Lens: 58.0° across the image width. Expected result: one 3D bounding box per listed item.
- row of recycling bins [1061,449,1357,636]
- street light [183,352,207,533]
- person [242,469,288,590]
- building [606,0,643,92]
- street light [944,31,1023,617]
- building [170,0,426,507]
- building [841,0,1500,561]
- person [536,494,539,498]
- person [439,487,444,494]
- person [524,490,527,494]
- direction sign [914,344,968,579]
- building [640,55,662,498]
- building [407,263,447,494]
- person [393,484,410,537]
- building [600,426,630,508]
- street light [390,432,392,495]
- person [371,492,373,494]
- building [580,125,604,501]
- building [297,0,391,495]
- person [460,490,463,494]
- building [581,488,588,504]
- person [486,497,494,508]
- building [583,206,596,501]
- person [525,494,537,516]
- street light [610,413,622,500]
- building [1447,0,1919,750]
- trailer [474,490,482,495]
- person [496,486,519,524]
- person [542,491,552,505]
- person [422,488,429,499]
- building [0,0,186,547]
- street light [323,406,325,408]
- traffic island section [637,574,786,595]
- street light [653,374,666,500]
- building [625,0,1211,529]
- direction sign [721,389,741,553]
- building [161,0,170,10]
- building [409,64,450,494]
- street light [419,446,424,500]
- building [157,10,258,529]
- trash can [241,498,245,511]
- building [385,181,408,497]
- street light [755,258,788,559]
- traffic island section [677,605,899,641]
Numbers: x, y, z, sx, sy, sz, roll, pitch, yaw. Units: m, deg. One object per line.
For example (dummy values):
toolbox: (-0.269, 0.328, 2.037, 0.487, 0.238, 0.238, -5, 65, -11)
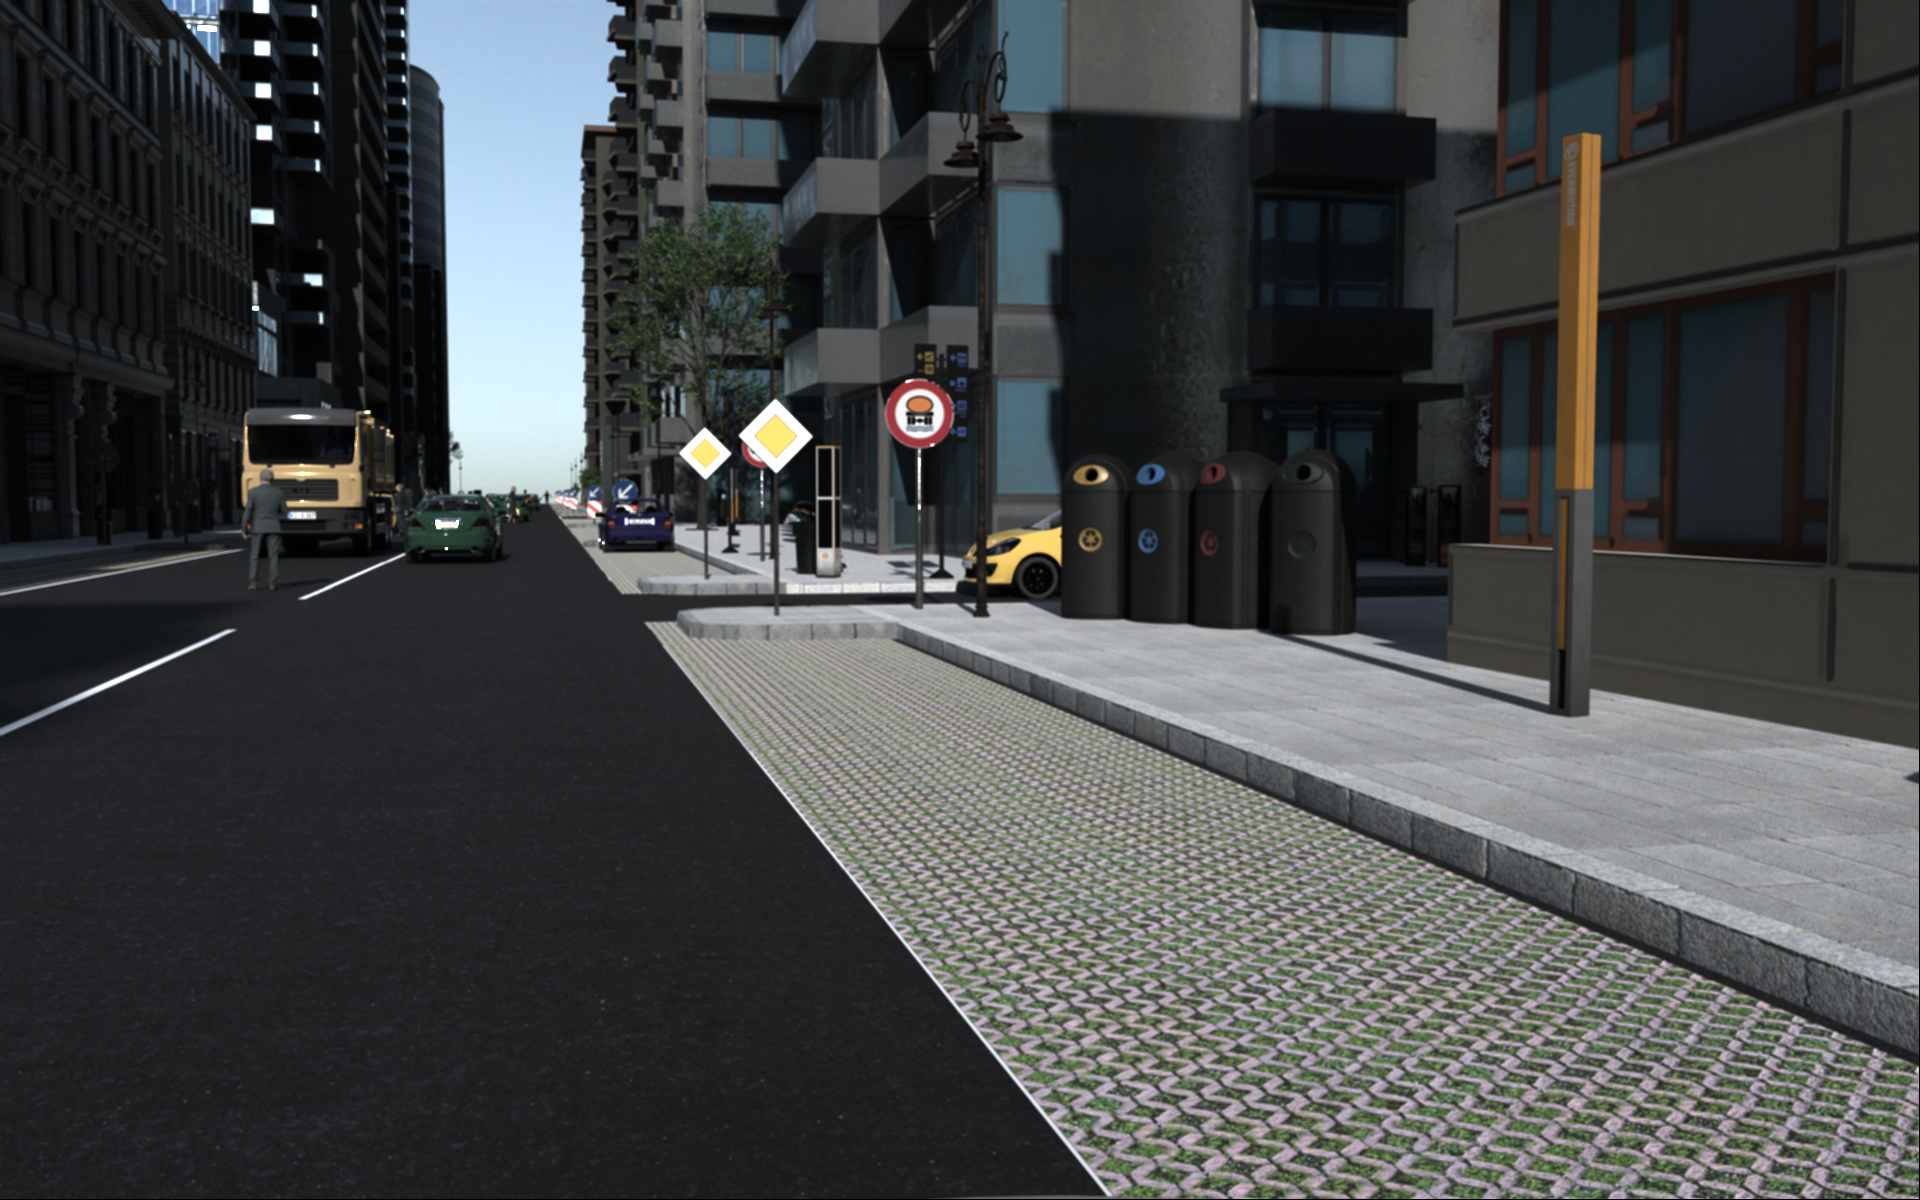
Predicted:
row of recycling bins: (2.385, -0.610, 17.084, 1.069, 1.692, 3.534, -3, 5, -42)
street light: (-24.834, -5.112, 56.371, 0.468, 5.910, 1.993, -1, 4, -14)
person: (-10.397, -1.053, 25.887, 0.661, 1.801, 0.590, -2, 4, -32)
building: (-14.844, -29.076, 130.012, 22.147, 44.769, 28.867, -1, 4, -14)
street light: (0.224, -2.761, 17.937, 0.468, 5.910, 1.993, -1, 4, -14)
building: (-70.213, -53.556, 188.314, 22.319, 86.520, 31.000, -1, 4, -14)
building: (10.742, -25.879, 42.723, 30.456, 49.044, 23.786, -1, 4, -14)
person: (-57.069, -13.559, 233.450, 1.065, 1.426, 0.557, 2, 4, 27)
person: (-27.638, -5.100, 92.224, 0.374, 1.781, 0.599, 0, 4, 6)
person: (-38.915, -8.956, 154.900, 0.705, 1.831, 1.348, -1, 4, -12)
direction sign: (-0.279, -2.099, 26.316, 0.876, 3.537, 0.379, -2, 4, -24)
building: (-12.942, -20.619, 108.814, 14.160, 30.474, 14.107, -1, 4, -14)
building: (-71.057, -26.990, 212.981, 14.160, 30.474, 14.107, -1, 4, -14)
person: (-18.642, -2.993, 57.864, 0.534, 1.772, 0.576, 0, 4, -1)
building: (-21.523, -51.737, 158.576, 22.319, 86.520, 31.000, -1, 4, -14)
street light: (-42.680, -9.615, 129.988, 0.468, 5.910, 1.993, -1, 4, -14)
person: (-26.546, -4.227, 77.735, 0.709, 1.813, 0.853, 0, 4, 6)
building: (-33.384, -33.688, 205.421, 22.147, 44.769, 28.867, -1, 4, -14)
building: (-56.271, -31.160, 133.160, 21.300, 48.544, 21.600, -1, 4, -14)
person: (-40.129, -7.988, 139.840, 0.721, 1.736, 1.217, -1, 4, -20)
building: (-34.519, -33.061, 232.427, 32.217, 40.220, 23.993, -1, 4, -14)
person: (-20.962, -3.934, 77.106, 0.425, 1.301, 0.394, 0, 4, -1)
building: (-46.759, -36.651, 249.347, 14.600, 45.320, 14.200, -1, 4, -14)
person: (-28.484, -6.281, 114.454, 1.065, 1.426, 0.557, -1, 4, -22)
street light: (-19.534, -7.723, 99.051, 0.468, 5.910, 1.993, -1, 4, -14)
building: (20.546, -9.586, 1.778, 27.650, 21.520, 28.899, -1, 4, -14)
trailer: (-69.685, -14.867, 250.125, 1.471, 1.999, 3.904, -1, 4, -12)
person: (-21.536, -4.492, 82.163, 0.699, 1.804, 1.509, 3, 5, 43)
person: (-52.364, -12.930, 219.529, 1.348, 1.869, 0.705, -1, 4, -23)
person: (-29.488, -5.304, 95.553, 0.374, 1.781, 0.599, -2, 4, -27)
building: (-27.867, -11.633, 41.105, 10.553, 20.767, 40.483, -1, 4, -14)
street light: (-32.799, -7.138, 89.495, 0.468, 5.910, 1.993, -1, 4, -14)
traffic island section: (-3.792, -0.230, 26.045, 2.009, 0.180, 2.903, -1, 4, -14)
street light: (-11.625, -5.756, 66.893, 0.468, 5.910, 1.993, -1, 4, -14)
building: (-4.465, -28.544, 86.303, 23.786, 49.044, 30.456, -1, 4, -14)
direction sign: (-5.027, -2.798, 37.751, 0.379, 3.537, 0.876, -1, 4, -21)
building: (-50.001, -48.535, 106.214, 22.319, 86.520, 31.000, -1, 4, -14)
building: (-80.561, -42.238, 232.596, 21.231, 58.520, 28.212, -1, 4, -14)
street light: (-50.574, -11.609, 162.586, 0.468, 5.910, 1.993, -1, 4, -14)
building: (-34.879, -13.507, 69.988, 9.793, 20.994, 18.267, -1, 4, -14)
trash can: (-27.041, -3.327, 66.055, 0.748, 1.137, 0.748, 0, 3, 0)
building: (-56.814, -23.267, 152.120, 14.160, 30.474, 14.107, -1, 4, -14)
street light: (-3.693, -3.747, 34.050, 0.468, 5.910, 1.993, -1, 4, -14)
traffic island section: (-1.913, 0.244, 18.284, 2.009, 0.180, 2.903, -1, 4, -14)
